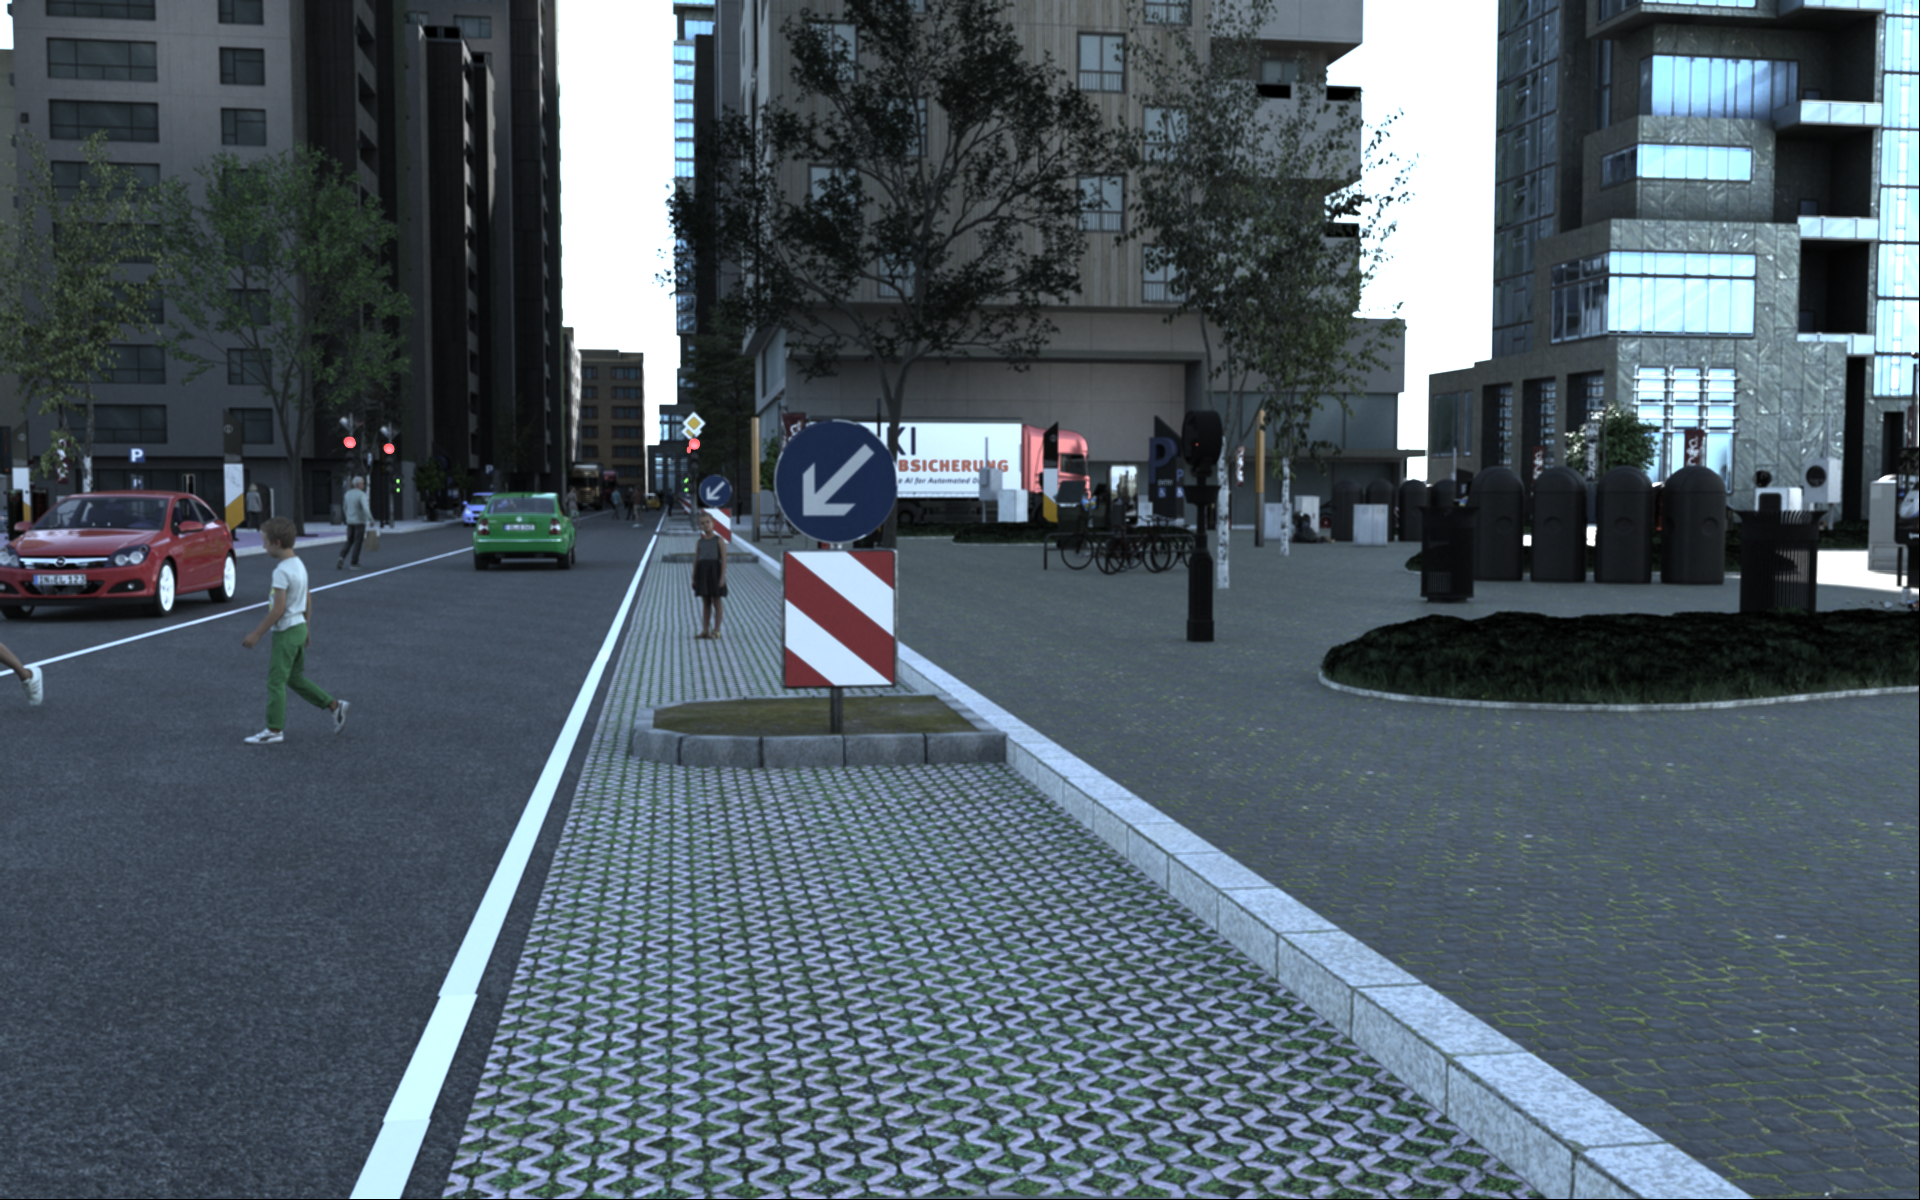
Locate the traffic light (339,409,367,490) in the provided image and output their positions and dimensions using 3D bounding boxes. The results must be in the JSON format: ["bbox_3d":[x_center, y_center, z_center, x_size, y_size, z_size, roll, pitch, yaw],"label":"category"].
[{"bbox_3d":[-20.092,-4.182,57.297,0.839,4.253,0.868,-1,4,-9],"label":"traffic light"}]

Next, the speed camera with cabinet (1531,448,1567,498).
[{"bbox_3d":[25.565,-4.927,74.897,0.660,3.252,2.038,-1,4,-17],"label":"speed camera with cabinet"}]

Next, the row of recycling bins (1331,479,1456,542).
[{"bbox_3d":[11.922,-2.451,47.192,3.534,1.692,1.069,0,4,3],"label":"row of recycling bins"}]

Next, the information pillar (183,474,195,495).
[{"bbox_3d":[-28.872,-3.694,64.882,0.304,2.012,0.304,3,4,38],"label":"information pillar"}]

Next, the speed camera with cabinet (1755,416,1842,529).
[{"bbox_3d":[21.541,-3.072,44.556,0.660,3.252,2.038,-2,4,-30],"label":"speed camera with cabinet"}]

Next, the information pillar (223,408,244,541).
[{"bbox_3d":[-19.881,-3.426,47.373,0.504,3.616,0.183,0,4,-8],"label":"information pillar"}]

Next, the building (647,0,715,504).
[{"bbox_3d":[-27.005,-56.424,235.198,31.000,86.520,22.319,-1,4,-9],"label":"building"}]

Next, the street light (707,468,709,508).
[{"bbox_3d":[-20.560,-10.297,141.141,0.468,5.910,1.993,-1,4,-9],"label":"street light"}]

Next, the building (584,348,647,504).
[{"bbox_3d":[-57.198,-23.775,233.760,28.899,21.520,27.650,-1,4,-9],"label":"building"}]

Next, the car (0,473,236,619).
[{"bbox_3d":[-10.331,-0.755,21.379,2.155,1.783,4.494,-1,4,-9],"label":"car"}]

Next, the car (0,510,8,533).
[{"bbox_3d":[-34.253,-2.849,58.589,4.499,1.417,2.014,-1,4,-11],"label":"car"}]

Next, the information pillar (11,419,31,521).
[{"bbox_3d":[-29.471,-3.855,54.392,0.504,3.616,0.183,0,4,-4],"label":"information pillar"}]

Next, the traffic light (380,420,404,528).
[{"bbox_3d":[-21.397,-4.664,65.175,0.839,4.253,0.868,-1,4,-9],"label":"traffic light"}]

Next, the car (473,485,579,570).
[{"bbox_3d":[-8.550,-1.554,34.207,1.959,1.807,4.718,-1,4,-10],"label":"car"}]

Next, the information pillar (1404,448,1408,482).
[{"bbox_3d":[22.484,-5.905,87.900,0.504,3.616,0.183,3,4,37],"label":"information pillar"}]

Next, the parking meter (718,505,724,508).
[{"bbox_3d":[-11.488,-4.742,83.243,0.255,1.863,0.399,0,4,-3],"label":"parking meter"}]

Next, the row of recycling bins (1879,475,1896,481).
[{"bbox_3d":[21.253,-1.801,36.562,3.534,1.692,1.069,2,4,24],"label":"row of recycling bins"}]

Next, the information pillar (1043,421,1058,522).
[{"bbox_3d":[2.922,-3.927,55.565,0.504,3.616,0.183,0,4,2],"label":"information pillar"}]

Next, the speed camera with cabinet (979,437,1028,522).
[{"bbox_3d":[1.490,-3.987,59.525,0.660,3.252,2.038,-3,4,-37],"label":"speed camera with cabinet"}]

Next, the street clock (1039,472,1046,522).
[{"bbox_3d":[2.778,-3.246,57.639,0.358,2.002,0.471,1,4,12],"label":"street clock"}]

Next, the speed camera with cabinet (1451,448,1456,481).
[{"bbox_3d":[21.051,-4.822,73.181,0.660,3.252,2.038,1,4,18],"label":"speed camera with cabinet"}]

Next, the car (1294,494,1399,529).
[{"bbox_3d":[15.137,-3.529,67.486,4.222,1.686,2.009,-1,4,-8],"label":"car"}]

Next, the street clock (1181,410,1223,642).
[{"bbox_3d":[2.098,-0.642,15.064,0.358,2.002,0.471,-1,4,-10],"label":"street clock"}]

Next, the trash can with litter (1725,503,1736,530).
[{"bbox_3d":[21.328,-2.223,47.738,1.055,1.170,0.624,2,4,31],"label":"trash can with litter"}]

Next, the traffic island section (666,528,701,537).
[{"bbox_3d":[-9.041,-2.261,59.251,2.009,0.180,2.903,-1,4,-9],"label":"traffic island section"}]

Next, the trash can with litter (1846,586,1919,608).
[{"bbox_3d":[10.786,-0.501,19.245,1.678,1.210,2.233,2,4,28],"label":"trash can with litter"}]

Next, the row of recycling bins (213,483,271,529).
[{"bbox_3d":[-27.059,-3.553,65.203,3.534,1.692,1.069,3,5,43],"label":"row of recycling bins"}]

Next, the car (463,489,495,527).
[{"bbox_3d":[-21.071,-4.125,77.038,1.945,1.707,3.694,-1,4,-8],"label":"car"}]

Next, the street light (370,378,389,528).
[{"bbox_3d":[-21.872,-5.661,65.345,0.468,5.910,1.993,-1,4,-9],"label":"street light"}]

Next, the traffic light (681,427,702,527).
[{"bbox_3d":[-10.387,-4.776,67.008,0.839,4.253,0.868,-1,4,-9],"label":"traffic light"}]

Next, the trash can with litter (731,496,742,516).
[{"bbox_3d":[-13.388,-5.556,102.224,1.055,1.170,0.624,1,4,13],"label":"trash can with litter"}]

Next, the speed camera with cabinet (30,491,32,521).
[{"bbox_3d":[-43.464,-5.302,81.021,2.038,3.252,0.660,0,4,-3],"label":"speed camera with cabinet"}]

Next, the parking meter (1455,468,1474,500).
[{"bbox_3d":[11.449,-2.053,39.274,0.399,1.863,0.255,1,4,8],"label":"parking meter"}]

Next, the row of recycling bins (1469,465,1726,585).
[{"bbox_3d":[9.243,-1.110,25.261,3.534,1.692,1.069,1,4,22],"label":"row of recycling bins"}]

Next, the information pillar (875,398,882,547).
[{"bbox_3d":[-1.960,-3.093,41.931,0.183,3.616,0.504,0,4,-3],"label":"information pillar"}]

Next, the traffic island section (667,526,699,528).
[{"bbox_3d":[-10.346,-2.743,67.129,2.009,0.180,2.903,-1,4,-9],"label":"traffic island section"}]

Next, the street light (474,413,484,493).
[{"bbox_3d":[-27.609,-7.749,99.490,0.468,5.910,1.993,-1,4,-9],"label":"street light"}]

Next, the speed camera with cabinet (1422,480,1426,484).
[{"bbox_3d":[29.872,-7.238,112.672,0.660,3.252,2.038,-1,4,-15],"label":"speed camera with cabinet"}]

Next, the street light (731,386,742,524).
[{"bbox_3d":[-9.472,-6.176,73.769,0.468,5.910,1.993,-1,4,-9],"label":"street light"}]

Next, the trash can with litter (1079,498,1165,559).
[{"bbox_3d":[3.177,-1.481,35.277,1.678,1.210,2.233,-1,4,-18],"label":"trash can with litter"}]

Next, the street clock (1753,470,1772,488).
[{"bbox_3d":[24.574,-2.967,53.086,0.358,2.002,0.471,-3,5,-42],"label":"street clock"}]

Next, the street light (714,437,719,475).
[{"bbox_3d":[-15.014,-8.246,107.603,0.468,5.910,1.993,-1,4,-9],"label":"street light"}]

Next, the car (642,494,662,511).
[{"bbox_3d":[-27.001,-8.598,150.798,2.015,1.641,3.980,0,4,-8],"label":"car"}]

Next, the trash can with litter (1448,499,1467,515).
[{"bbox_3d":[11.211,-1.630,38.043,1.055,1.170,0.624,-2,4,-30],"label":"trash can with litter"}]

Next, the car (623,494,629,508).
[{"bbox_3d":[-33.510,-10.254,177.438,2.009,1.686,4.222,-1,4,-11],"label":"car"}]

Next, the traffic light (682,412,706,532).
[{"bbox_3d":[-9.082,-4.294,59.130,0.839,4.253,0.868,-1,4,-9],"label":"traffic light"}]
